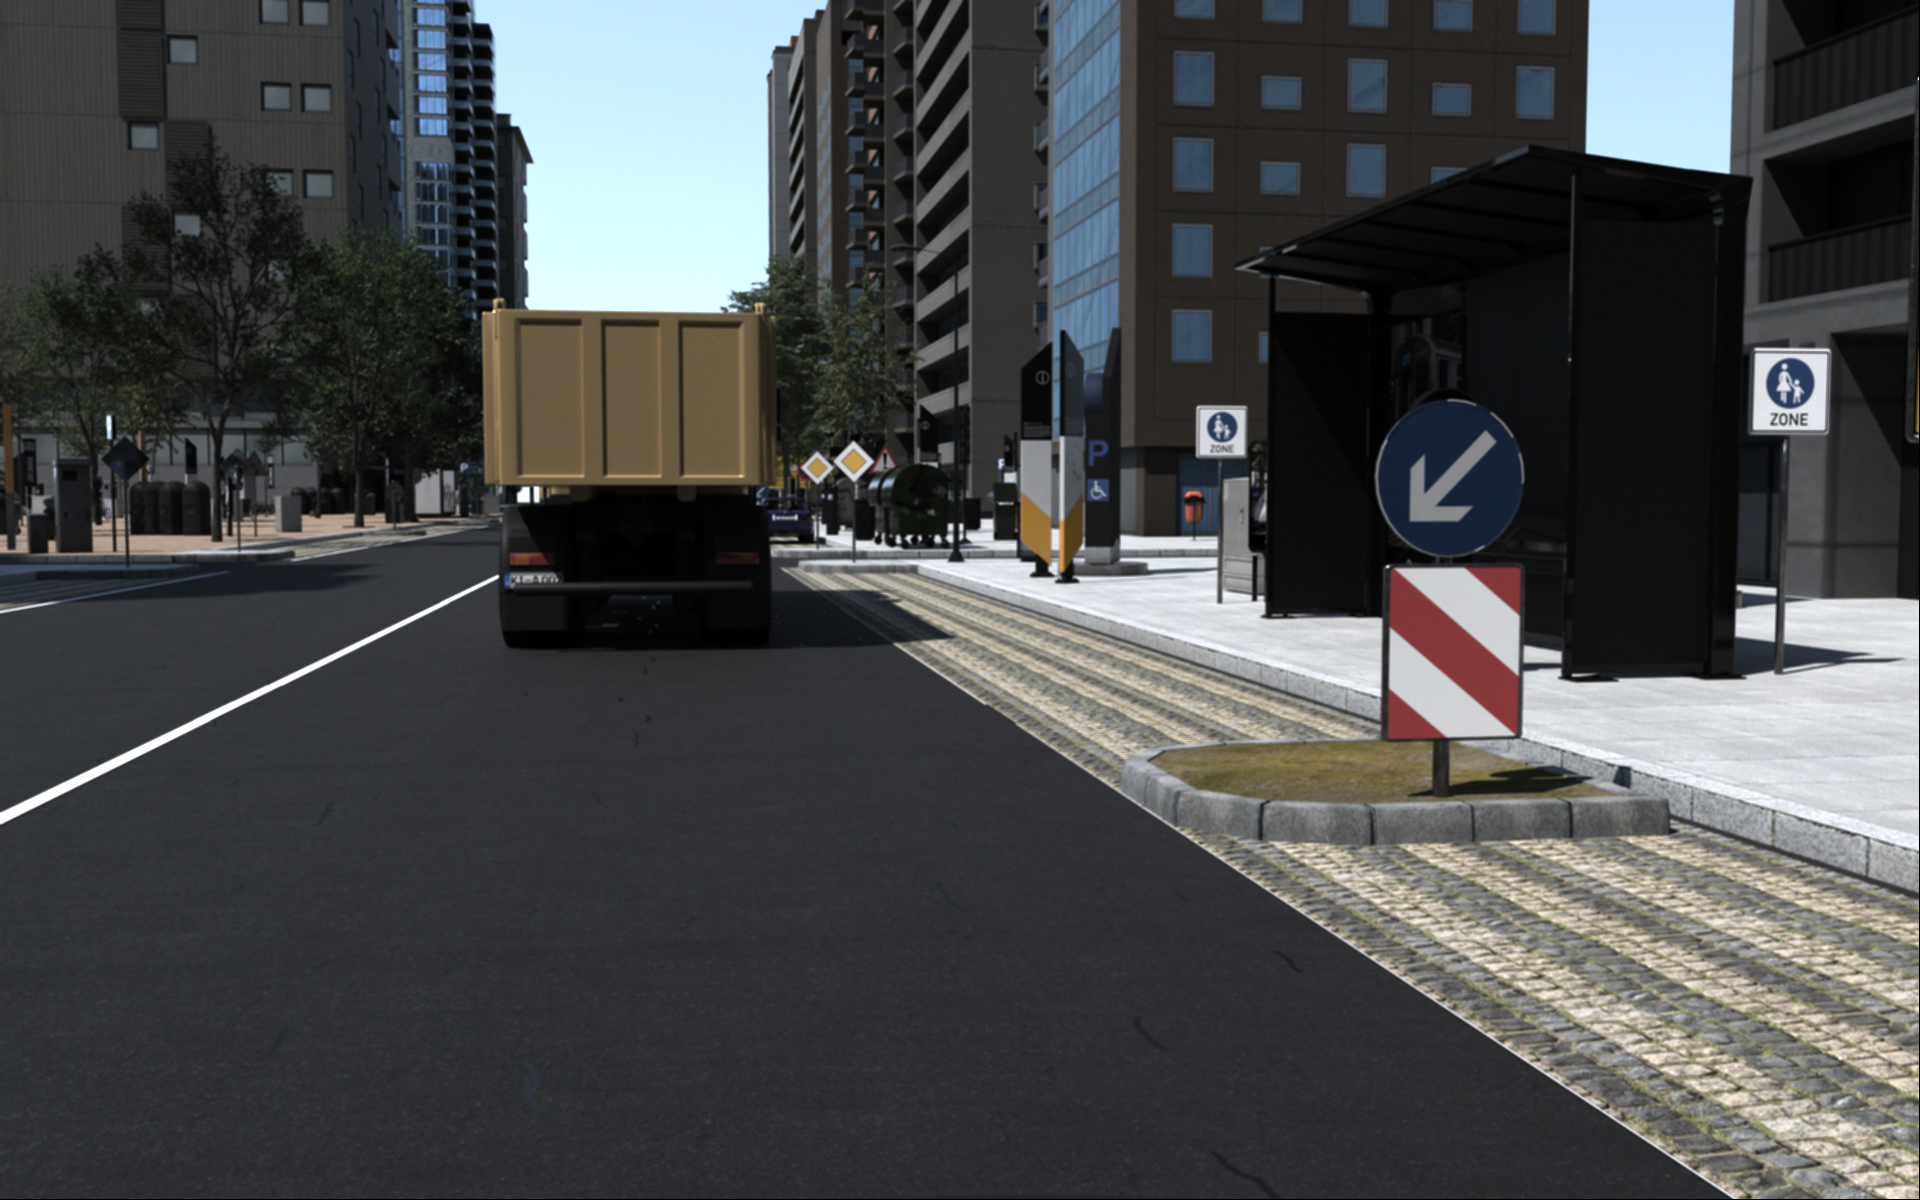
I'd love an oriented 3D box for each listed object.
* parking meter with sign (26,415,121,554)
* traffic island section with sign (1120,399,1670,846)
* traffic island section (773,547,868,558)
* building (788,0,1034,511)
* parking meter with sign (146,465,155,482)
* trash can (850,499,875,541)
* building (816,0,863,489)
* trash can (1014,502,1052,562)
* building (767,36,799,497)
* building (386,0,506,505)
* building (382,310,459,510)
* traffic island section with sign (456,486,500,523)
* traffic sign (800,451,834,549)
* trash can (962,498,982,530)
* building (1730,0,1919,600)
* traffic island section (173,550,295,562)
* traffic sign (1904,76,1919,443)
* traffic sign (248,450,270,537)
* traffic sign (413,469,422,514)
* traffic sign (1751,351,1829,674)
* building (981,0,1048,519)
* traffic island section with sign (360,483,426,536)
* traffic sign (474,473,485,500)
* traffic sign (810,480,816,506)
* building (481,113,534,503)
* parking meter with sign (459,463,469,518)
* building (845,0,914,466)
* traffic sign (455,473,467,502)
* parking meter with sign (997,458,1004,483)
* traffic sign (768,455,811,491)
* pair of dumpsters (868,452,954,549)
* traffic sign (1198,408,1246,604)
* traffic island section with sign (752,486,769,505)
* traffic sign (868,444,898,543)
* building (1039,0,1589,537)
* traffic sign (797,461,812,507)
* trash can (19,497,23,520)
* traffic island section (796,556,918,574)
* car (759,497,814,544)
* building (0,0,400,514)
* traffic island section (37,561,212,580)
[{"bbox_3d":[-19.386,-2.540,37.791,1.738,3.016,0.543,-3,4,-37],"label":"parking meter with sign"},{"bbox_3d":[1.820,0.039,7.990,1.989,1.847,2.006,-1,4,-10],"label":"traffic island section with sign"},{"bbox_3d":[-3.287,-1.101,40.282,2.009,0.180,2.903,-1,4,-10],"label":"traffic island section"},{"bbox_3d":[-5.609,-33.580,172.733,21.300,48.544,21.600,-1,4,-10],"label":"building"},{"bbox_3d":[-47.889,-6.496,102.467,0.543,3.016,1.738,-2,4,-26],"label":"parking meter with sign"},{"bbox_3d":[-2.659,-2.224,48.011,0.748,1.137,0.748,0,3,0],"label":"trash can"},{"bbox_3d":[-5.232,-30.864,154.729,14.600,45.320,14.200,-1,4,-10],"label":"building"},{"bbox_3d":[1.384,-1.299,32.894,0.748,1.137,0.748,0,3,0],"label":"trash can"},{"bbox_3d":[-15.003,-42.169,231.466,21.231,58.520,28.212,-1,4,-10],"label":"building"},{"bbox_3d":[-67.375,-55.024,212.309,22.319,86.520,31.000,-1,4,-10],"label":"building"},{"bbox_3d":[-59.369,-18.637,149.753,27.650,21.520,28.899,-1,4,-10],"label":"building"},{"bbox_3d":[-24.063,-4.764,86.526,1.989,1.847,2.006,-1,4,-10],"label":"traffic island section with sign"},{"bbox_3d":[-3.309,-2.236,40.201,0.795,2.450,0.064,-1,4,-10],"label":"traffic sign"},{"bbox_3d":[0.429,-3.050,61.517,0.748,1.137,0.748,0,3,0],"label":"trash can"},{"bbox_3d":[21.383,-35.332,15.927,20.563,71.187,20.611,-1,4,-10],"label":"building"},{"bbox_3d":[-15.902,-0.972,38.169,2.009,0.180,2.903,-1,4,-10],"label":"traffic island section"},{"bbox_3d":[5.758,-0.899,8.569,2.265,3.308,0.079,0,4,-3],"label":"traffic sign"},{"bbox_3d":[-21.025,-3.158,51.640,0.884,2.594,0.081,0,4,-2],"label":"traffic sign"},{"bbox_3d":[-27.322,-5.300,86.766,0.768,2.556,0.104,-1,4,-9],"label":"traffic sign"},{"bbox_3d":[5.826,-0.619,12.255,0.606,2.300,0.079,0,4,-7],"label":"traffic sign"},{"bbox_3d":[9.361,-29.118,99.783,21.300,48.544,21.600,-1,4,-10],"label":"building"},{"bbox_3d":[-19.582,-3.139,59.944,1.989,1.847,2.006,-1,4,-10],"label":"traffic island section with sign"},{"bbox_3d":[-29.232,-6.447,105.513,0.768,2.556,0.104,0,4,-6],"label":"traffic sign"},{"bbox_3d":[-7.847,-5.569,91.050,0.884,2.594,0.081,0,4,-5],"label":"traffic sign"},{"bbox_3d":[-74.745,-39.906,241.705,28.713,52.752,27.495,-1,4,-10],"label":"building"},{"bbox_3d":[-27.342,-6.070,95.498,0.543,3.016,1.738,-1,4,-15],"label":"parking meter with sign"},{"bbox_3d":[2.754,-29.337,134.291,22.147,44.769,28.867,-1,4,-10],"label":"building"},{"bbox_3d":[-30.159,-6.395,104.666,0.768,2.556,0.104,0,4,-1],"label":"traffic sign"},{"bbox_3d":[2.258,-5.455,85.452,0.543,3.016,1.738,1,4,12],"label":"parking meter with sign"},{"bbox_3d":[-8.912,-5.911,90.515,2.265,3.308,0.079,0,4,-7],"label":"traffic sign"},{"bbox_3d":[-1.206,-2.418,42.020,1.574,2.255,4.437,-1,4,-10],"label":"pair of dumpsters"},{"bbox_3d":[3.041,-1.106,20.210,0.606,2.300,0.079,0,4,-7],"label":"traffic sign"},{"bbox_3d":[-7.407,-3.308,62.713,1.989,1.847,2.006,-1,4,-10],"label":"traffic island section with sign"},{"bbox_3d":[-1.958,-2.774,45.353,0.884,2.594,0.081,0,4,-2],"label":"traffic sign"},{"bbox_3d":[11.018,-24.947,57.986,14.200,45.320,14.600,-1,4,-10],"label":"building"},{"bbox_3d":[-5.893,-4.078,66.777,0.768,2.556,0.104,-1,4,-9],"label":"traffic sign"},{"bbox_3d":[-47.030,-4.563,86.257,0.748,1.137,0.748,0,3,0],"label":"trash can"},{"bbox_3d":[-1.961,-0.619,32.407,2.009,0.180,2.903,-1,4,-10],"label":"traffic island section"},{"bbox_3d":[-5.240,-2.329,50.654,1.945,1.354,3.894,-1,4,-10],"label":"car"},{"bbox_3d":[-54.615,-32.527,121.059,28.713,52.752,27.495,-1,4,-10],"label":"building"},{"bbox_3d":[-14.576,-0.490,30.295,2.009,0.180,2.903,-1,4,-10],"label":"traffic island section"}]
